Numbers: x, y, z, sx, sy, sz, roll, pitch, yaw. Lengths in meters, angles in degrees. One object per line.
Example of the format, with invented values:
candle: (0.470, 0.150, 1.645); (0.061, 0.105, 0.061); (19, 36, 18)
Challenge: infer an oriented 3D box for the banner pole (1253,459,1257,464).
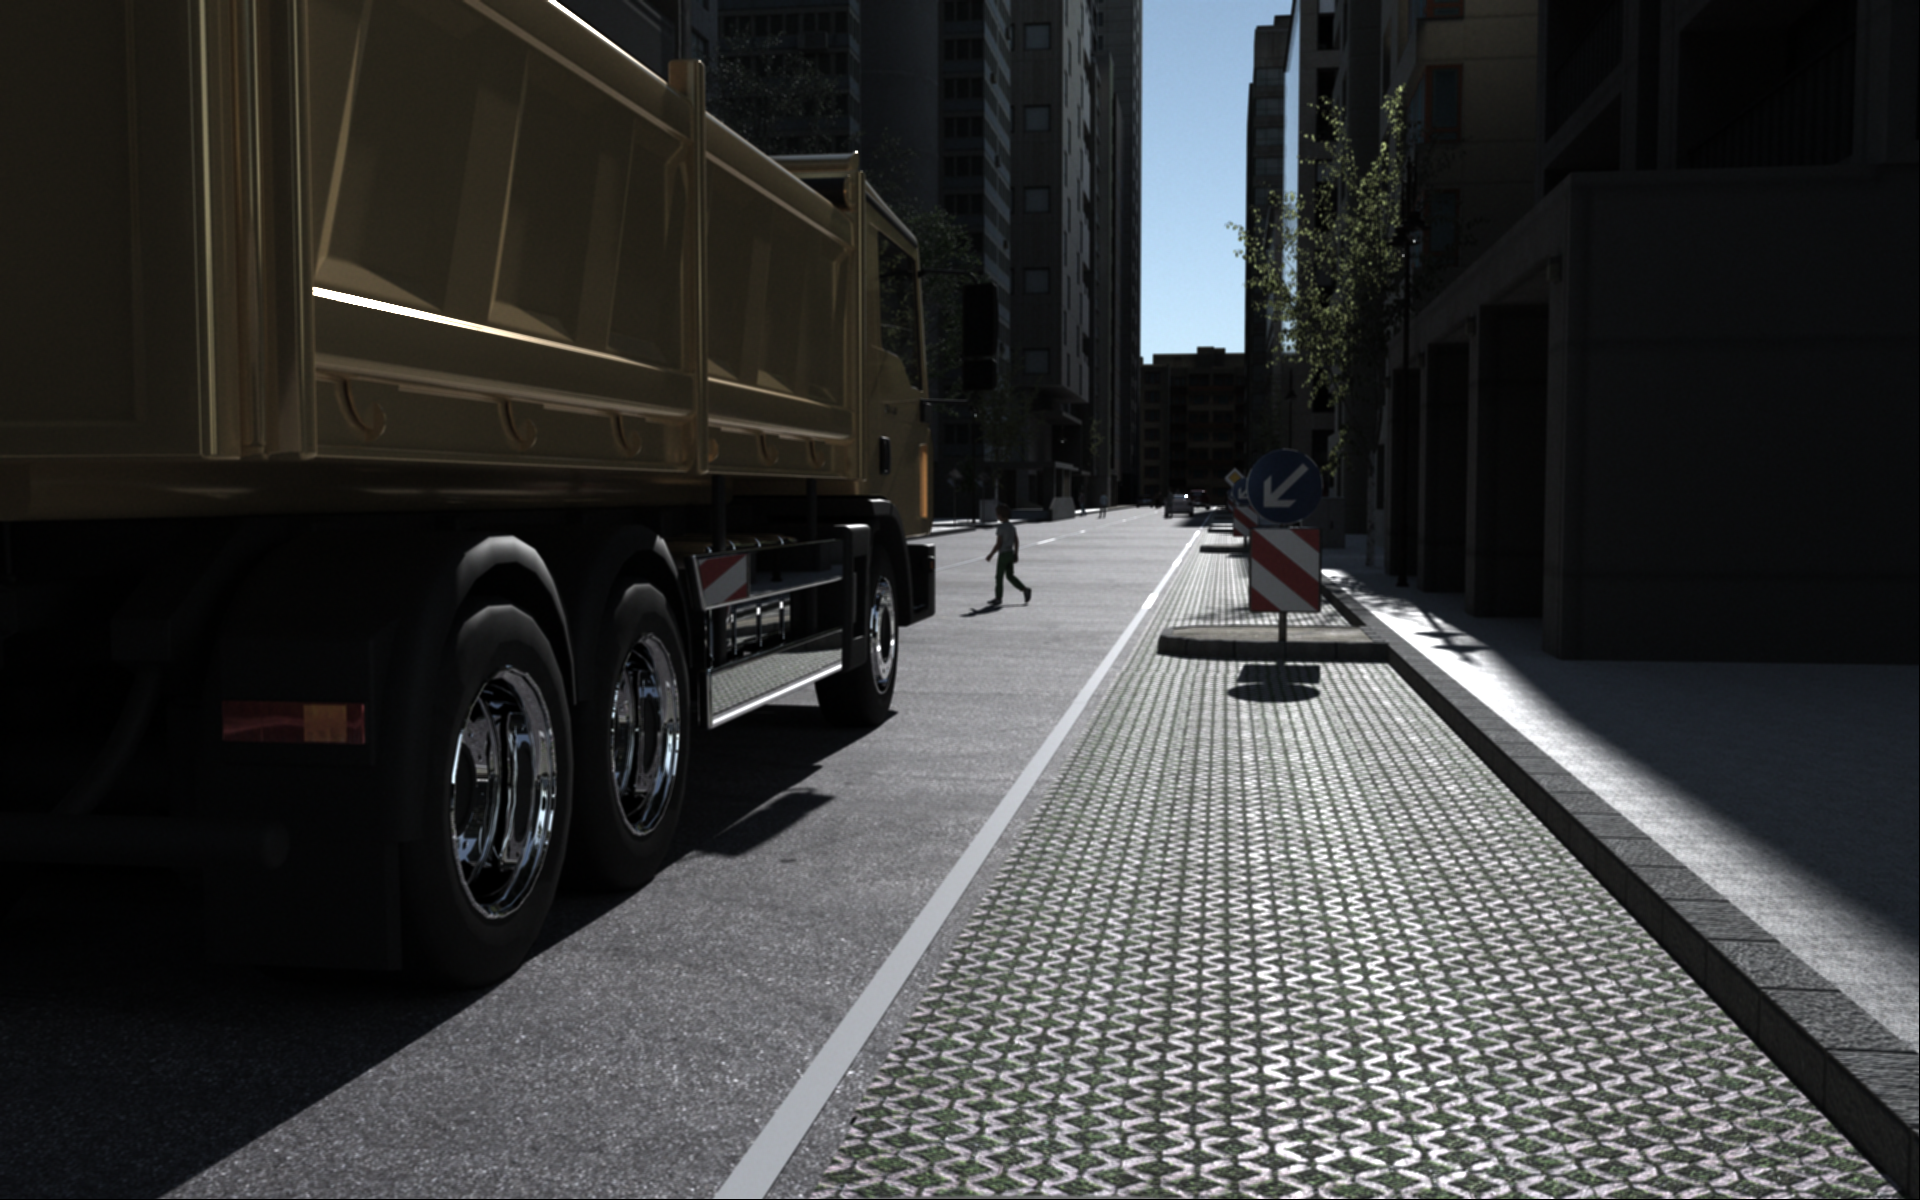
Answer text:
banner pole: (20.876, -8.114, 122.686); (0.401, 3.779, 0.863); (2, 4, 24)

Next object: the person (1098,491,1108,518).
person: (8.629, -5.745, 104.236); (0.589, 1.601, 0.330); (-1, 4, -14)

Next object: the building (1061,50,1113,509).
building: (6.252, -28.901, 156.128); (14.154, 41.232, 14.086); (1, 4, 9)

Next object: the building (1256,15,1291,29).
building: (39.867, -33.540, 172.080); (21.300, 48.544, 21.600); (1, 4, 9)

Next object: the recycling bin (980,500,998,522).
recycling bin: (1.305, -4.063, 78.983); (0.722, 1.027, 0.722); (-1, 4, -10)

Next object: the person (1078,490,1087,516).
person: (7.897, -6.259, 111.672); (0.643, 1.720, 0.563); (0, 4, -7)

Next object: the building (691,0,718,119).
building: (-16.282, -23.026, 60.073); (14.086, 41.232, 14.154); (1, 4, 9)

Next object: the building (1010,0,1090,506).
building: (-4.432, -33.114, 130.657); (28.713, 52.752, 27.495); (1, 4, 9)

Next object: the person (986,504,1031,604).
person: (0.636, -0.602, 22.590); (0.590, 1.304, 0.306); (1, 4, 19)

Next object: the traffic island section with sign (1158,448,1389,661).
traffic island section with sign: (2.836, -0.443, 15.864); (1.989, 1.847, 2.006); (1, 4, 9)

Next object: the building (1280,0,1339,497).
building: (32.217, -16.759, 78.533); (34.151, 26.468, 19.350); (1, 4, 9)

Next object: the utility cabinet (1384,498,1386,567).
utility cabinet: (7.802, -1.149, 29.947); (0.306, 1.237, 1.020); (-2, 4, -30)

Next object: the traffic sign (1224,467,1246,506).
traffic sign: (10.272, -3.738, 64.762); (0.795, 2.450, 0.064); (1, 4, 9)

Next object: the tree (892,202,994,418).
tree: (-2.407, -8.126, 58.619); (9.928, 11.665, 9.643); (0, 3, 0)

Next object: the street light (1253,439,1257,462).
street light: (24.917, -10.608, 146.234); (0.468, 5.910, 1.993); (1, 4, 9)

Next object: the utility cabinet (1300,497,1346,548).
utility cabinet: (8.592, -1.827, 41.034); (1.020, 1.237, 0.306); (0, 4, 1)

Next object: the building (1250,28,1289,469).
building: (33.247, -28.850, 155.296); (14.154, 41.232, 14.086); (1, 4, 9)

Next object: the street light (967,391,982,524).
street light: (0.597, -6.223, 74.526); (0.468, 5.910, 1.993); (1, 4, 9)

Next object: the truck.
truck: (-2.001, -0.785, 8.760); (3.469, 3.379, 9.791); (1, 4, 9)

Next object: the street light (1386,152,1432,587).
street light: (6.140, -3.123, 23.855); (0.468, 5.910, 1.993); (1, 4, 9)

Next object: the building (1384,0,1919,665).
building: (15.407, -35.223, 14.142); (20.563, 71.187, 20.611); (1, 4, 9)

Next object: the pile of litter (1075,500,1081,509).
pile of litter: (9.910, -8.172, 147.577); (1.176, 0.858, 1.719); (2, 4, 29)

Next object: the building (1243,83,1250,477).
building: (42.966, -34.918, 194.610); (21.300, 48.544, 21.600); (1, 4, 9)

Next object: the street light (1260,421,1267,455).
street light: (18.787, -8.217, 107.131); (0.468, 5.910, 1.993); (1, 4, 9)

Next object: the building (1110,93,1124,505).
building: (10.628, -33.079, 190.953); (14.600, 45.320, 14.200); (1, 4, 9)

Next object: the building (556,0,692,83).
building: (-17.329, -24.485, 24.024); (21.300, 48.544, 21.600); (1, 4, 9)

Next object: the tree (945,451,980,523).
tree: (0.398, -5.059, 77.318); (1.663, 3.219, 1.824); (0, 3, 0)

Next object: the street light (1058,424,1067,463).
street light: (6.704, -8.614, 113.633); (0.468, 5.910, 1.993); (1, 4, 9)

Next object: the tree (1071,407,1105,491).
tree: (10.083, -11.970, 146.077); (4.360, 8.622, 3.978); (0, 3, 0)

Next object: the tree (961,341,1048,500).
tree: (1.953, -8.046, 81.919); (4.737, 8.622, 4.395); (0, 3, 0)

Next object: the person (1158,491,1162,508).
person: (20.878, -10.570, 182.124); (0.742, 1.727, 0.445); (2, 4, 32)

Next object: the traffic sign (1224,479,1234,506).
traffic sign: (11.478, -4.221, 72.655); (0.795, 2.450, 0.064); (1, 4, 9)

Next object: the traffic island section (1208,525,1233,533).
traffic island section: (10.297, -2.603, 64.835); (2.009, 0.180, 2.903); (1, 4, 9)

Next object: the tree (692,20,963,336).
tree: (-5.015, -8.235, 45.017); (12.009, 13.543, 11.850); (0, 3, 0)

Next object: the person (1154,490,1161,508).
person: (19.692, -10.053, 172.879); (0.705, 1.823, 1.348); (-1, 4, -23)

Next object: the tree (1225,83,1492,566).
tree: (7.106, -4.917, 30.760); (4.360, 8.622, 3.978); (0, 3, 0)

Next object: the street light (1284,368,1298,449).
street light: (12.128, -5.557, 63.644); (0.468, 5.910, 1.993); (1, 4, 9)

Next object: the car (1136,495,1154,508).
car: (19.575, -10.449, 183.425); (1.945, 1.354, 3.894); (0, 4, 7)

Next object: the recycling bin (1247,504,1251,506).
recycling bin: (23.146, -7.641, 137.483); (0.722, 1.027, 0.722); (2, 4, 25)

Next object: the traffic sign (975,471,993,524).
traffic sign: (1.008, -4.320, 74.269); (0.795, 2.450, 0.064); (1, 4, 9)

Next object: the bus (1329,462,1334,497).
bus: (21.167, -4.428, 67.262); (13.247, 3.499, 2.948); (0, 4, 7)

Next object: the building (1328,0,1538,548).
building: (25.095, -12.368, 47.255); (27.650, 21.520, 28.899); (1, 4, 9)

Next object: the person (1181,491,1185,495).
person: (24.790, -11.222, 191.988); (0.705, 1.823, 1.348); (3, 5, 44)

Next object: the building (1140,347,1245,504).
building: (35.291, -24.351, 243.185); (28.899, 21.520, 27.650); (1, 4, 9)

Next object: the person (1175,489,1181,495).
person: (17.328, -7.940, 138.192); (0.514, 1.842, 0.818); (-3, 5, -41)

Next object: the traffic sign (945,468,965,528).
traffic sign: (-0.198, -3.837, 66.375); (0.795, 2.450, 0.064); (1, 4, 9)

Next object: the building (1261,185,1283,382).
building: (29.608, -20.537, 133.039); (12.463, 27.353, 25.104); (1, 4, 9)

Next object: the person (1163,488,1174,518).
person: (12.417, -5.774, 103.110); (0.583, 1.804, 0.606); (2, 4, 32)

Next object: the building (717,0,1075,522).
building: (-10.089, -24.829, 97.831); (32.217, 40.220, 23.993); (1, 4, 9)

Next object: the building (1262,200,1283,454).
building: (24.671, -16.082, 112.088); (9.793, 20.994, 18.267); (1, 4, 9)

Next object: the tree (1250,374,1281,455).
tree: (19.015, -9.252, 101.632); (4.737, 8.622, 4.395); (0, 3, 0)

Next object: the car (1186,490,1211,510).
car: (21.697, -9.105, 157.537); (2.281, 1.827, 5.304); (1, 4, 10)

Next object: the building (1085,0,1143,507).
building: (11.708, -47.477, 214.493); (20.611, 71.187, 20.563); (1, 4, 9)

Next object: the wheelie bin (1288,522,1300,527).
wheelie bin: (11.431, -3.086, 58.364); (0.980, 1.594, 0.693); (0, 4, -7)

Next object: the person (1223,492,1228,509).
person: (25.626, -9.617, 167.212); (0.415, 1.643, 0.593); (0, 4, -6)

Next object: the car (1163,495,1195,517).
car: (14.124, -6.071, 111.629); (2.083, 1.381, 4.827); (0, 4, 7)
